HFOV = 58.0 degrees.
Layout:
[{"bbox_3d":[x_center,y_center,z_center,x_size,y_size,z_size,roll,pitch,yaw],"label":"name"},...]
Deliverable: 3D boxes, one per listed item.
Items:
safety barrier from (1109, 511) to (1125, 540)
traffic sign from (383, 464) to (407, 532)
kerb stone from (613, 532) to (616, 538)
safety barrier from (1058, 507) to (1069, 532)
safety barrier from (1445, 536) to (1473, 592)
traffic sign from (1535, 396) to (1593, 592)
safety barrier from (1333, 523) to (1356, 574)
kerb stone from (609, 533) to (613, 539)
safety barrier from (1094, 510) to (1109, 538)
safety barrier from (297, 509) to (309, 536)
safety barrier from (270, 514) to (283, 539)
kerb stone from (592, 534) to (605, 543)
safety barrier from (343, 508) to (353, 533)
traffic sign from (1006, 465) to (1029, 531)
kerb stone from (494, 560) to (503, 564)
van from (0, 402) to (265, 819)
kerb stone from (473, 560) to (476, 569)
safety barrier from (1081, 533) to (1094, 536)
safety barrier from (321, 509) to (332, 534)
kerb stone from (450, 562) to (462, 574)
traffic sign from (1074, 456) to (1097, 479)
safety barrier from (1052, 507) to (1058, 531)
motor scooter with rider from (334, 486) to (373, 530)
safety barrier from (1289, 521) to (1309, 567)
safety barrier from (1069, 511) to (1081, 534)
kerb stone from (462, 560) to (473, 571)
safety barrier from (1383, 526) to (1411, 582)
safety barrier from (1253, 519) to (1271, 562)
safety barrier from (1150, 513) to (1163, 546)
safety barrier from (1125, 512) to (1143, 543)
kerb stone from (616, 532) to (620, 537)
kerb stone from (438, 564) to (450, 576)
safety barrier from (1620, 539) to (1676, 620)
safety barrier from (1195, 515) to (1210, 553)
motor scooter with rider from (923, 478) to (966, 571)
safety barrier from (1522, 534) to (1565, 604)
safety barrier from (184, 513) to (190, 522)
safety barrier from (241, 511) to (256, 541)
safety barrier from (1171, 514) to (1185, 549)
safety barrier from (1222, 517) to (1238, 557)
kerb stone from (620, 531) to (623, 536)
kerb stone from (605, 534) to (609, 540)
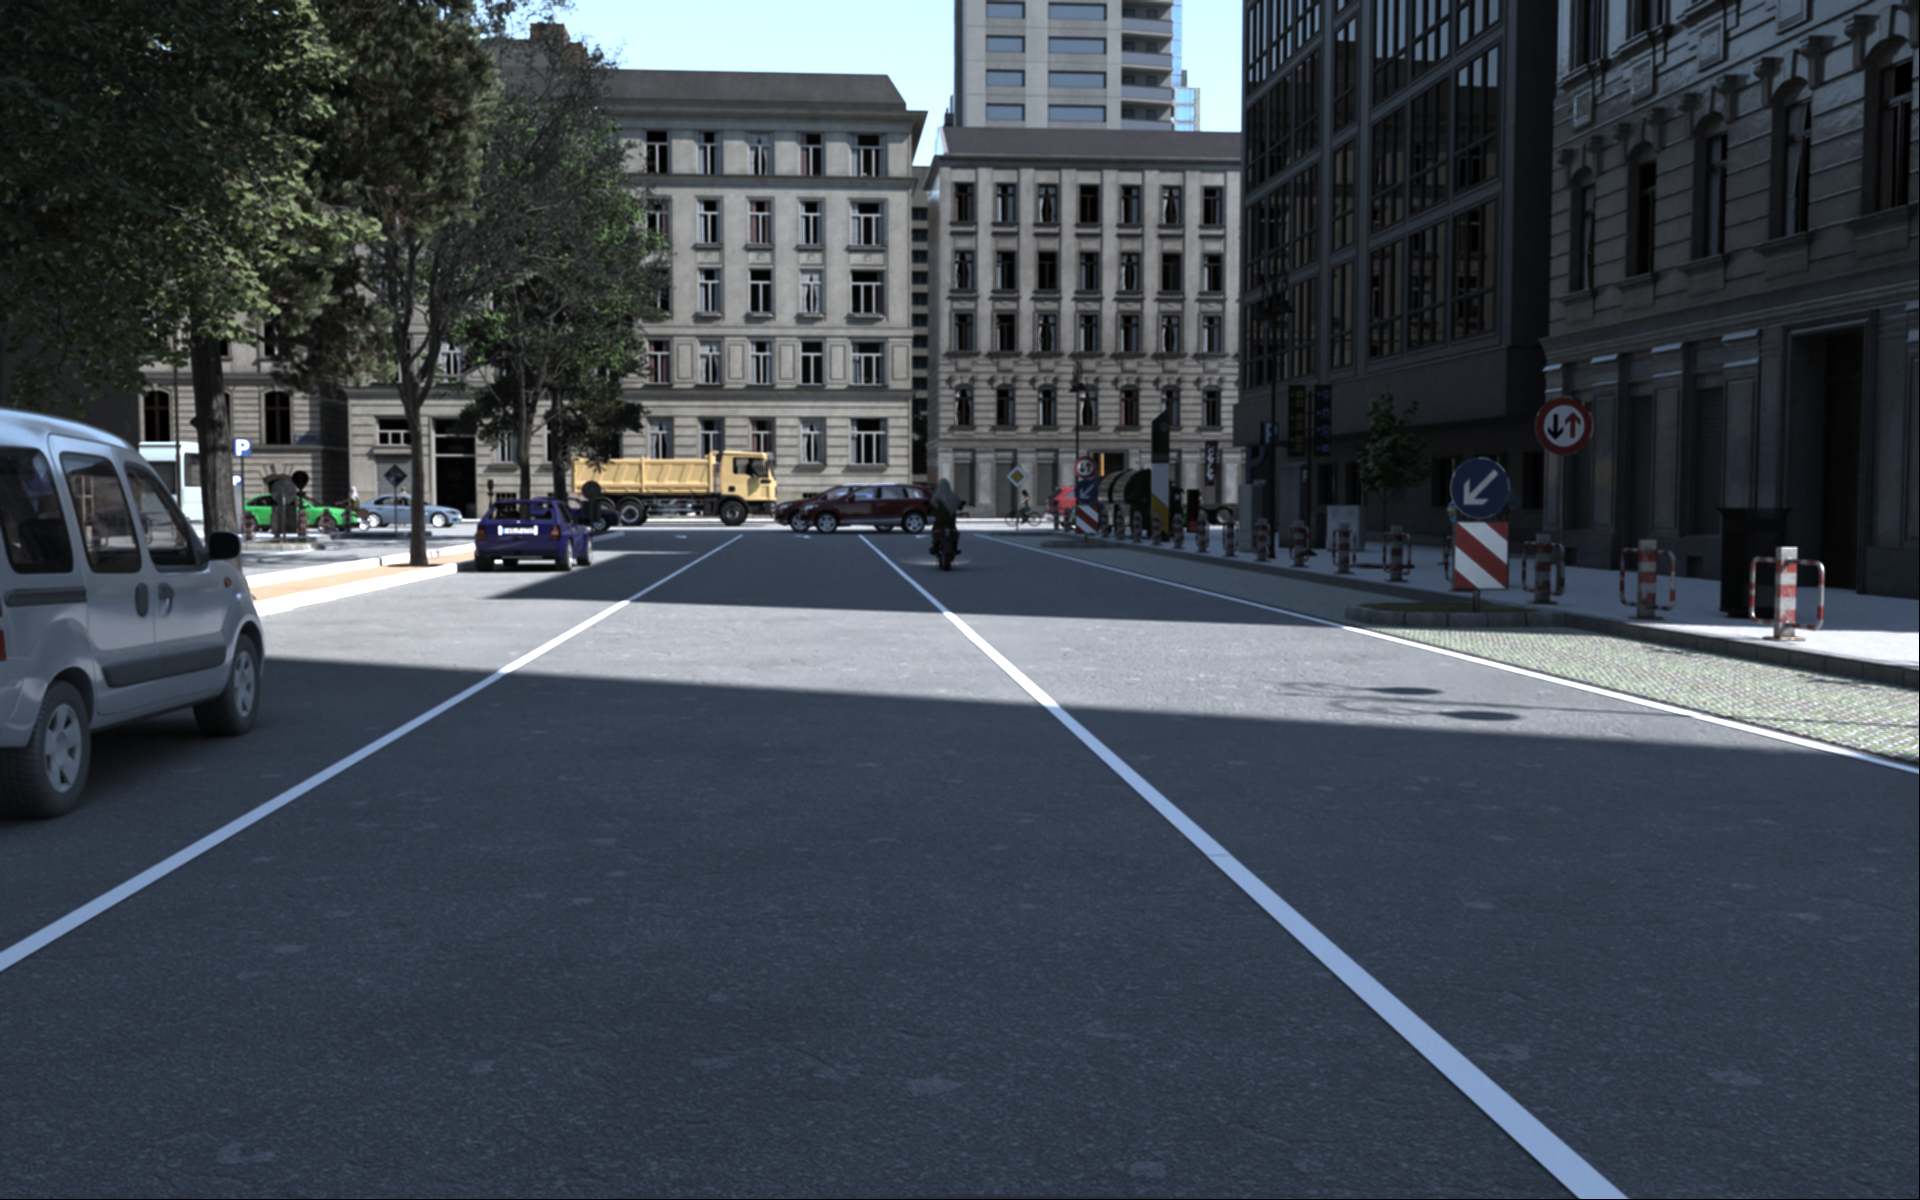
[{"bbox_3d":[4.448,-2.066,48.049,0.300,0.817,1.120,0,4,-5],"label":"safety barrier"},{"bbox_3d":[-18.947,-3.333,58.137,0.795,2.450,0.064,0,4,-5],"label":"traffic sign"},{"bbox_3d":[-11.327,-2.069,56.019,0.120,0.150,1.000,0,4,-5],"label":"kerb stone"},{"bbox_3d":[3.589,-2.683,58.149,0.300,0.817,1.120,0,4,-5],"label":"safety barrier"},{"bbox_3d":[6.588,-0.518,22.749,0.300,0.817,1.120,0,4,-5],"label":"safety barrier"},{"bbox_3d":[7.877,-1.381,22.687,0.768,2.556,0.104,0,4,-2],"label":"traffic sign"},{"bbox_3d":[6.163,-0.827,27.795,0.300,0.817,1.120,0,4,-5],"label":"safety barrier"},{"bbox_3d":[-11.233,-2.006,54.996,0.120,0.150,1.000,0,4,-5],"label":"kerb stone"},{"bbox_3d":[4.232,-2.220,50.568,0.300,0.817,1.120,0,4,-5],"label":"safety barrier"},{"bbox_3d":[-19.936,-2.341,52.557,0.300,0.817,1.120,0,4,-5],"label":"safety barrier"},{"bbox_3d":[-19.730,-2.187,50.037,0.300,0.817,1.120,0,4,-5],"label":"safety barrier"},{"bbox_3d":[-11.062,-1.879,52.951,0.120,0.150,1.000,0,4,-5],"label":"kerb stone"},{"bbox_3d":[-20.368,-2.651,57.623,0.300,0.817,1.120,0,4,-5],"label":"safety barrier"},{"bbox_3d":[1.974,-3.440,59.880,0.795,2.450,0.064,0,4,-5],"label":"traffic sign"},{"bbox_3d":[-9.681,-0.875,36.545,0.120,0.150,1.000,0,4,-5],"label":"kerb stone"},{"bbox_3d":[-4.932,-0.118,8.939,2.013,2.044,4.112,0,4,-6],"label":"van"},{"bbox_3d":[-9.413,-0.687,33.458,0.120,0.150,1.000,0,4,-5],"label":"kerb stone"},{"bbox_3d":[4.022,-2.374,53.089,0.300,0.817,1.120,0,4,-5],"label":"safety barrier"},{"bbox_3d":[-20.153,-2.497,55.104,0.300,0.817,1.120,0,4,-5],"label":"safety barrier"},{"bbox_3d":[-9.241,-0.563,31.404,0.120,0.150,1.000,0,4,-5],"label":"kerb stone"},{"bbox_3d":[4.201,-3.552,58.179,0.768,2.556,0.104,0,4,-1],"label":"traffic sign"},{"bbox_3d":[3.379,-2.838,60.669,0.300,0.817,1.120,0,4,-5],"label":"safety barrier"},{"bbox_3d":[-24.098,-3.617,68.102,1.986,1.779,0.876,0,4,-4],"label":"motor scooter with rider"},{"bbox_3d":[5.944,-0.983,30.342,0.300,0.817,1.120,0,4,-5],"label":"safety barrier"},{"bbox_3d":[3.802,-2.529,55.630,0.300,0.817,1.120,0,4,-5],"label":"safety barrier"},{"bbox_3d":[-9.327,-0.622,32.433,0.120,0.150,1.000,0,4,-5],"label":"kerb stone"},{"bbox_3d":[6.372,-0.673,25.275,0.300,0.817,1.120,0,4,-5],"label":"safety barrier"},{"bbox_3d":[5.730,-1.137,32.861,0.300,0.817,1.120,0,4,-5],"label":"safety barrier"},{"bbox_3d":[4.875,-1.756,42.990,0.300,0.817,1.120,0,4,-5],"label":"safety barrier"},{"bbox_3d":[4.659,-1.911,45.518,0.300,0.817,1.120,0,4,-5],"label":"safety barrier"},{"bbox_3d":[-11.412,-2.131,57.043,0.120,0.150,1.000,0,4,-5],"label":"kerb stone"},{"bbox_3d":[-9.156,-0.499,30.371,0.120,0.150,1.000,0,4,-5],"label":"kerb stone"},{"bbox_3d":[7.014,-0.209,17.687,0.300,0.817,1.120,0,4,-5],"label":"safety barrier"},{"bbox_3d":[5.304,-1.445,37.907,0.300,0.817,1.120,0,4,-5],"label":"safety barrier"},{"bbox_3d":[-0.257,-1.464,32.898,0.876,1.779,1.986,0,4,-3],"label":"motor scooter with rider"},{"bbox_3d":[6.801,-0.363,20.206,0.300,0.817,1.120,0,4,-5],"label":"safety barrier"},{"bbox_3d":[-19.086,-1.725,42.480,0.300,0.817,1.120,0,4,-5],"label":"safety barrier"},{"bbox_3d":[-19.515,-2.033,47.518,0.300,0.817,1.120,0,4,-5],"label":"safety barrier"},{"bbox_3d":[5.093,-1.600,40.439,0.300,0.817,1.120,0,4,-5],"label":"safety barrier"},{"bbox_3d":[5.522,-1.291,35.387,0.300,0.817,1.120,0,4,-5],"label":"safety barrier"},{"bbox_3d":[-11.495,-2.193,58.065,0.120,0.150,1.000,0,4,-5],"label":"kerb stone"},{"bbox_3d":[-11.143,-1.943,53.973,0.120,0.150,1.000,0,4,-5],"label":"kerb stone"}]
